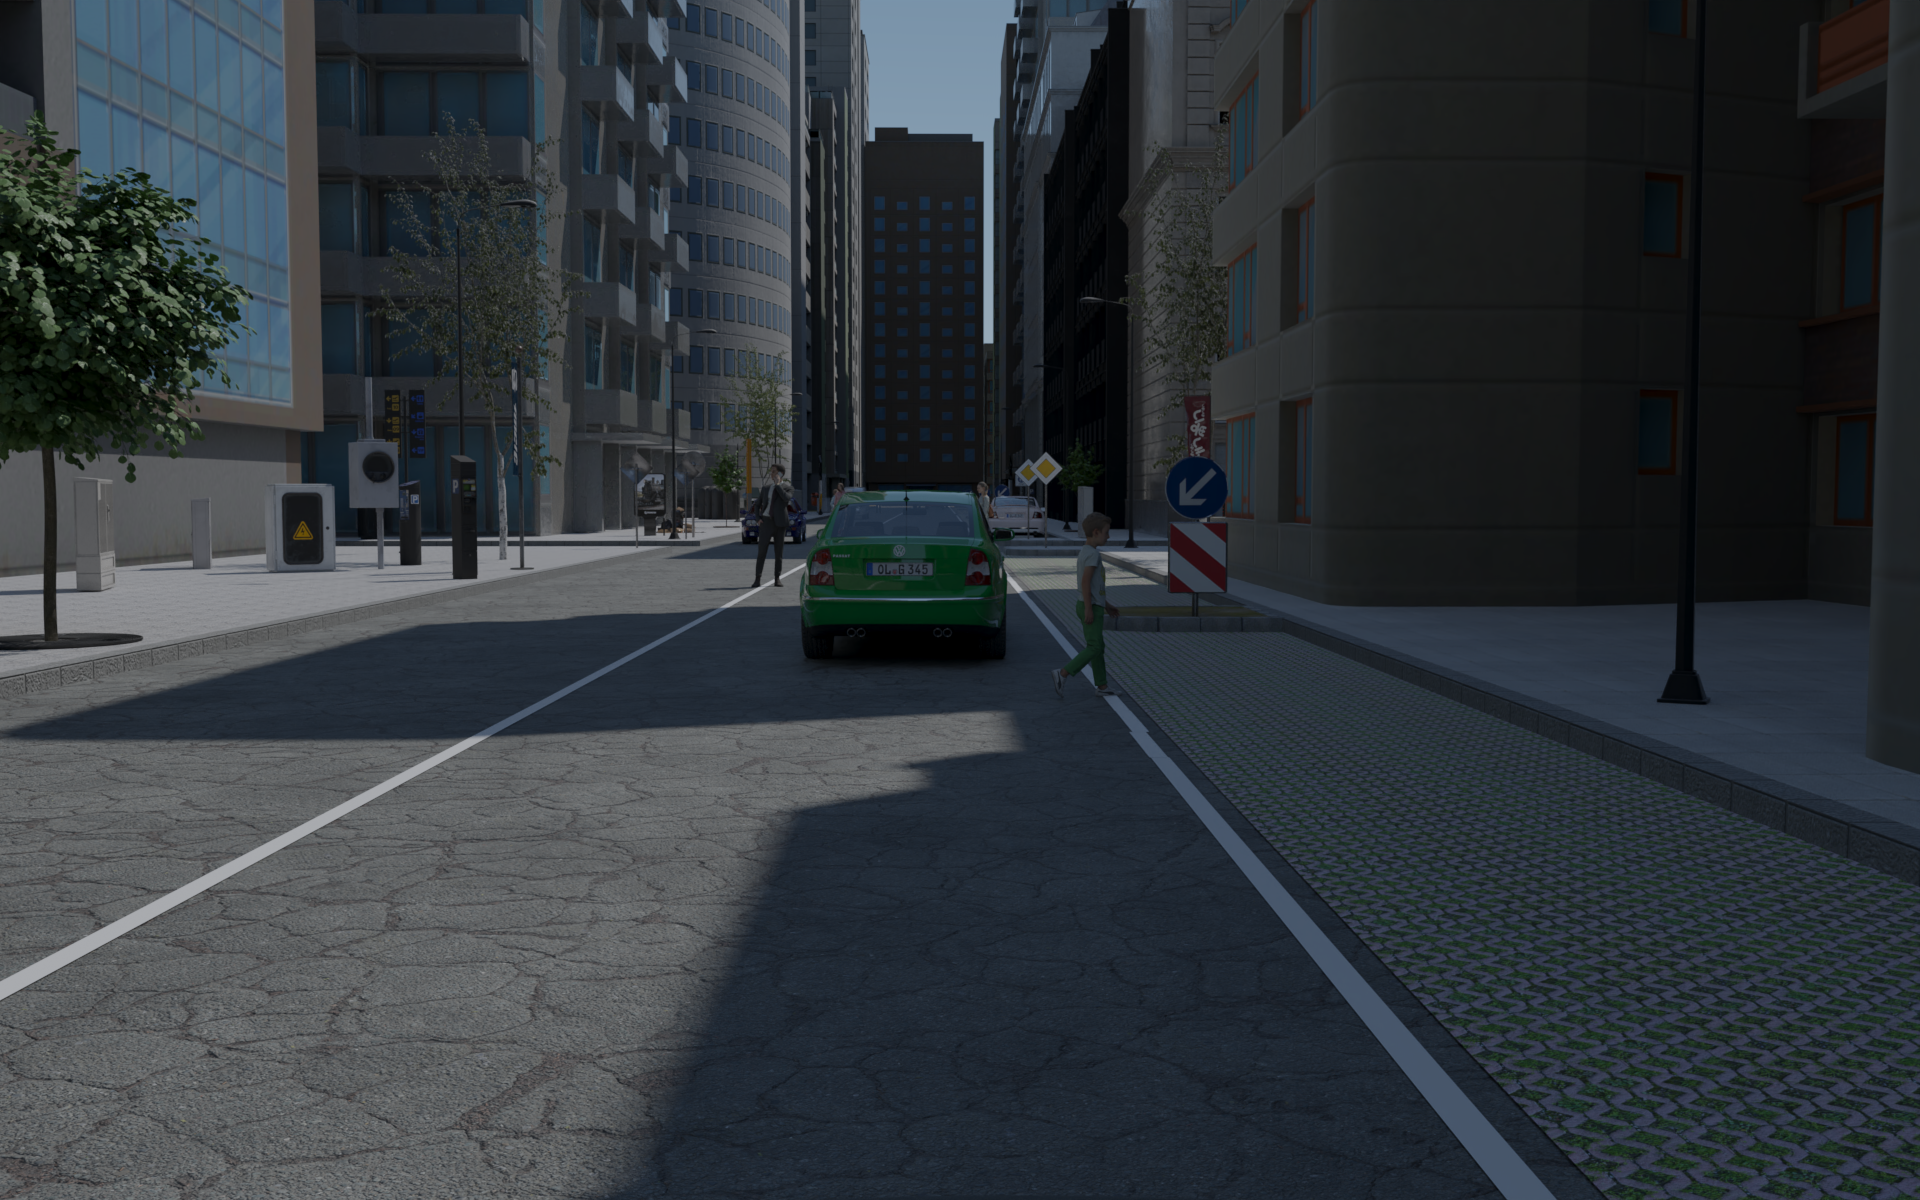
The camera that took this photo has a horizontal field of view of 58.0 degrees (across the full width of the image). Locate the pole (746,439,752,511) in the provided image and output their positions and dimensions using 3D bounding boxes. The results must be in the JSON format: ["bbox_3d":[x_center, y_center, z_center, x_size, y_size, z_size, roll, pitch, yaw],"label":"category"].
[{"bbox_3d":[-7.795,-4.290,63.987,0.158,3.312,0.155,0,3,0],"label":"pole"}]

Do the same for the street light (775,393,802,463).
[{"bbox_3d":[-7.945,-6.552,79.672,1.470,5.913,1.316,0,4,-1],"label":"street light"}]

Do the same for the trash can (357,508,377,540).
[{"bbox_3d":[-16.713,-2.281,48.946,0.748,1.137,0.748,0,3,0],"label":"trash can"}]

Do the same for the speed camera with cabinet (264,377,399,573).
[{"bbox_3d":[-10.461,-2.111,28.851,2.038,3.252,0.660,-3,4,-36],"label":"speed camera with cabinet"}]

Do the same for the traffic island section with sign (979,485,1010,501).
[{"bbox_3d":[1.673,-4.006,74.133,1.989,1.847,2.006,0,4,-1],"label":"traffic island section with sign"}]

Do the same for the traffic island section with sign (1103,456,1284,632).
[{"bbox_3d":[2.349,-0.621,18.789,1.989,1.847,2.006,0,4,-1],"label":"traffic island section with sign"}]

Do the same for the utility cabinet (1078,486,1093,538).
[{"bbox_3d":[3.671,-2.560,50.536,0.318,1.500,1.173,0,4,-3],"label":"utility cabinet"}]

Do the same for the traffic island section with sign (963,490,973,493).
[{"bbox_3d":[1.322,-5.667,101.283,1.989,1.847,2.006,0,4,-1],"label":"traffic island section with sign"}]

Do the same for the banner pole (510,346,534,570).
[{"bbox_3d":[-7.434,-2.391,29.109,0.401,3.779,0.863,0,4,-3],"label":"banner pole"}]

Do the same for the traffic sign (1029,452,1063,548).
[{"bbox_3d":[2.038,-2.292,41.108,0.795,2.450,0.064,0,4,-1],"label":"traffic sign"}]

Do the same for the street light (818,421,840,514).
[{"bbox_3d":[-8.390,-8.456,110.794,1.470,5.913,1.316,0,4,-1],"label":"street light"}]

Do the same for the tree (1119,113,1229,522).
[{"bbox_3d":[5.017,-5.148,34.526,4.360,8.622,3.978,0,3,0],"label":"tree"}]

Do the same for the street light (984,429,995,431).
[{"bbox_3d":[2.405,-9.239,123.604,1.470,5.913,1.316,0,4,-1],"label":"street light"}]

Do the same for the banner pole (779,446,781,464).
[{"bbox_3d":[-9.190,-6.030,88.605,0.401,3.779,0.863,-1,4,-10],"label":"banner pole"}]

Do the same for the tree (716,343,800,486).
[{"bbox_3d":[-9.569,-8.144,83.515,4.737,8.622,4.395,0,3,0],"label":"tree"}]

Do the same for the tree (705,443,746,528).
[{"bbox_3d":[-8.808,-4.381,66.228,1.663,3.219,1.824,0,3,0],"label":"tree"}]

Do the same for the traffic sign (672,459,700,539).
[{"bbox_3d":[-7.754,-2.774,48.994,0.795,2.450,0.064,0,4,-1],"label":"traffic sign"}]

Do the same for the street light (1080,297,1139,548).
[{"bbox_3d":[3.534,-4.192,41.077,1.470,5.913,1.316,0,4,-1],"label":"street light"}]

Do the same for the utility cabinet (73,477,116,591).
[{"bbox_3d":[-11.548,-0.885,23.148,0.318,1.500,1.173,-1,4,-18],"label":"utility cabinet"}]

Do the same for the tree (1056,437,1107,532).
[{"bbox_3d":[3.918,-3.926,58.788,1.663,3.219,1.824,0,3,0],"label":"tree"}]

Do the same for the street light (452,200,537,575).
[{"bbox_3d":[-7.379,-3.361,27.487,1.470,5.913,1.316,0,4,-1],"label":"street light"}]

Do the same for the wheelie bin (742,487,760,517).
[{"bbox_3d":[-9.775,-4.484,81.229,0.980,1.594,0.693,-2,4,-30],"label":"wheelie bin"}]

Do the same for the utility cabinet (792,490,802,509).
[{"bbox_3d":[-8.330,-4.792,87.024,0.318,1.500,1.173,1,4,22],"label":"utility cabinet"}]

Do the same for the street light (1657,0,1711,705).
[{"bbox_3d":[3.933,-2.323,10.529,1.470,5.913,1.316,0,4,-1],"label":"street light"}]

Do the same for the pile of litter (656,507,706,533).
[{"bbox_3d":[-9.254,-2.648,57.264,1.719,0.858,1.176,0,4,-3],"label":"pile of litter"}]

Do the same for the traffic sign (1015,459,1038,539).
[{"bbox_3d":[1.939,-2.780,49.093,0.795,2.450,0.064,0,4,-1],"label":"traffic sign"}]

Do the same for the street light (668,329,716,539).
[{"bbox_3d":[-7.559,-4.672,48.932,1.470,5.913,1.316,0,4,-1],"label":"street light"}]

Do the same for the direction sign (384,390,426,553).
[{"bbox_3d":[-12.042,-2.793,37.665,0.876,3.537,0.379,0,4,2],"label":"direction sign"}]

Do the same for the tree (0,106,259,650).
[{"bbox_3d":[-7.784,-1.896,14.717,4.285,4.588,4.351,0,3,0],"label":"tree"}]

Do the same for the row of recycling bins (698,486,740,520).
[{"bbox_3d":[-12.209,-4.916,87.487,1.069,1.692,3.534,-2,4,-35],"label":"row of recycling bins"}]

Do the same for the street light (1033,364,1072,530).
[{"bbox_3d":[3.305,-5.478,62.113,1.470,5.913,1.316,0,4,-1],"label":"street light"}]

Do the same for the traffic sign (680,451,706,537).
[{"bbox_3d":[-7.889,-3.123,51.167,0.768,2.556,0.104,0,4,6],"label":"traffic sign"}]

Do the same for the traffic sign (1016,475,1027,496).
[{"bbox_3d":[3.220,-5.442,91.114,0.606,2.300,0.079,0,4,4],"label":"traffic sign"}]

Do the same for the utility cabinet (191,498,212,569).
[{"bbox_3d":[-13.119,-1.149,29.943,0.306,1.237,1.020,-1,4,-22],"label":"utility cabinet"}]

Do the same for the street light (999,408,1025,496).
[{"bbox_3d":[2.908,-7.371,93.055,1.470,5.913,1.316,0,4,-1],"label":"street light"}]

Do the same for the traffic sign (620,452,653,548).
[{"bbox_3d":[-7.656,-2.285,41.009,0.795,2.450,0.064,0,4,-1],"label":"traffic sign"}]

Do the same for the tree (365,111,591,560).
[{"bbox_3d":[-8.997,-5.078,33.395,4.360,8.622,3.978,0,3,0],"label":"tree"}]

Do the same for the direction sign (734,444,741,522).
[{"bbox_3d":[-10.134,-5.321,78.989,0.379,3.537,0.876,0,4,-7],"label":"direction sign"}]
